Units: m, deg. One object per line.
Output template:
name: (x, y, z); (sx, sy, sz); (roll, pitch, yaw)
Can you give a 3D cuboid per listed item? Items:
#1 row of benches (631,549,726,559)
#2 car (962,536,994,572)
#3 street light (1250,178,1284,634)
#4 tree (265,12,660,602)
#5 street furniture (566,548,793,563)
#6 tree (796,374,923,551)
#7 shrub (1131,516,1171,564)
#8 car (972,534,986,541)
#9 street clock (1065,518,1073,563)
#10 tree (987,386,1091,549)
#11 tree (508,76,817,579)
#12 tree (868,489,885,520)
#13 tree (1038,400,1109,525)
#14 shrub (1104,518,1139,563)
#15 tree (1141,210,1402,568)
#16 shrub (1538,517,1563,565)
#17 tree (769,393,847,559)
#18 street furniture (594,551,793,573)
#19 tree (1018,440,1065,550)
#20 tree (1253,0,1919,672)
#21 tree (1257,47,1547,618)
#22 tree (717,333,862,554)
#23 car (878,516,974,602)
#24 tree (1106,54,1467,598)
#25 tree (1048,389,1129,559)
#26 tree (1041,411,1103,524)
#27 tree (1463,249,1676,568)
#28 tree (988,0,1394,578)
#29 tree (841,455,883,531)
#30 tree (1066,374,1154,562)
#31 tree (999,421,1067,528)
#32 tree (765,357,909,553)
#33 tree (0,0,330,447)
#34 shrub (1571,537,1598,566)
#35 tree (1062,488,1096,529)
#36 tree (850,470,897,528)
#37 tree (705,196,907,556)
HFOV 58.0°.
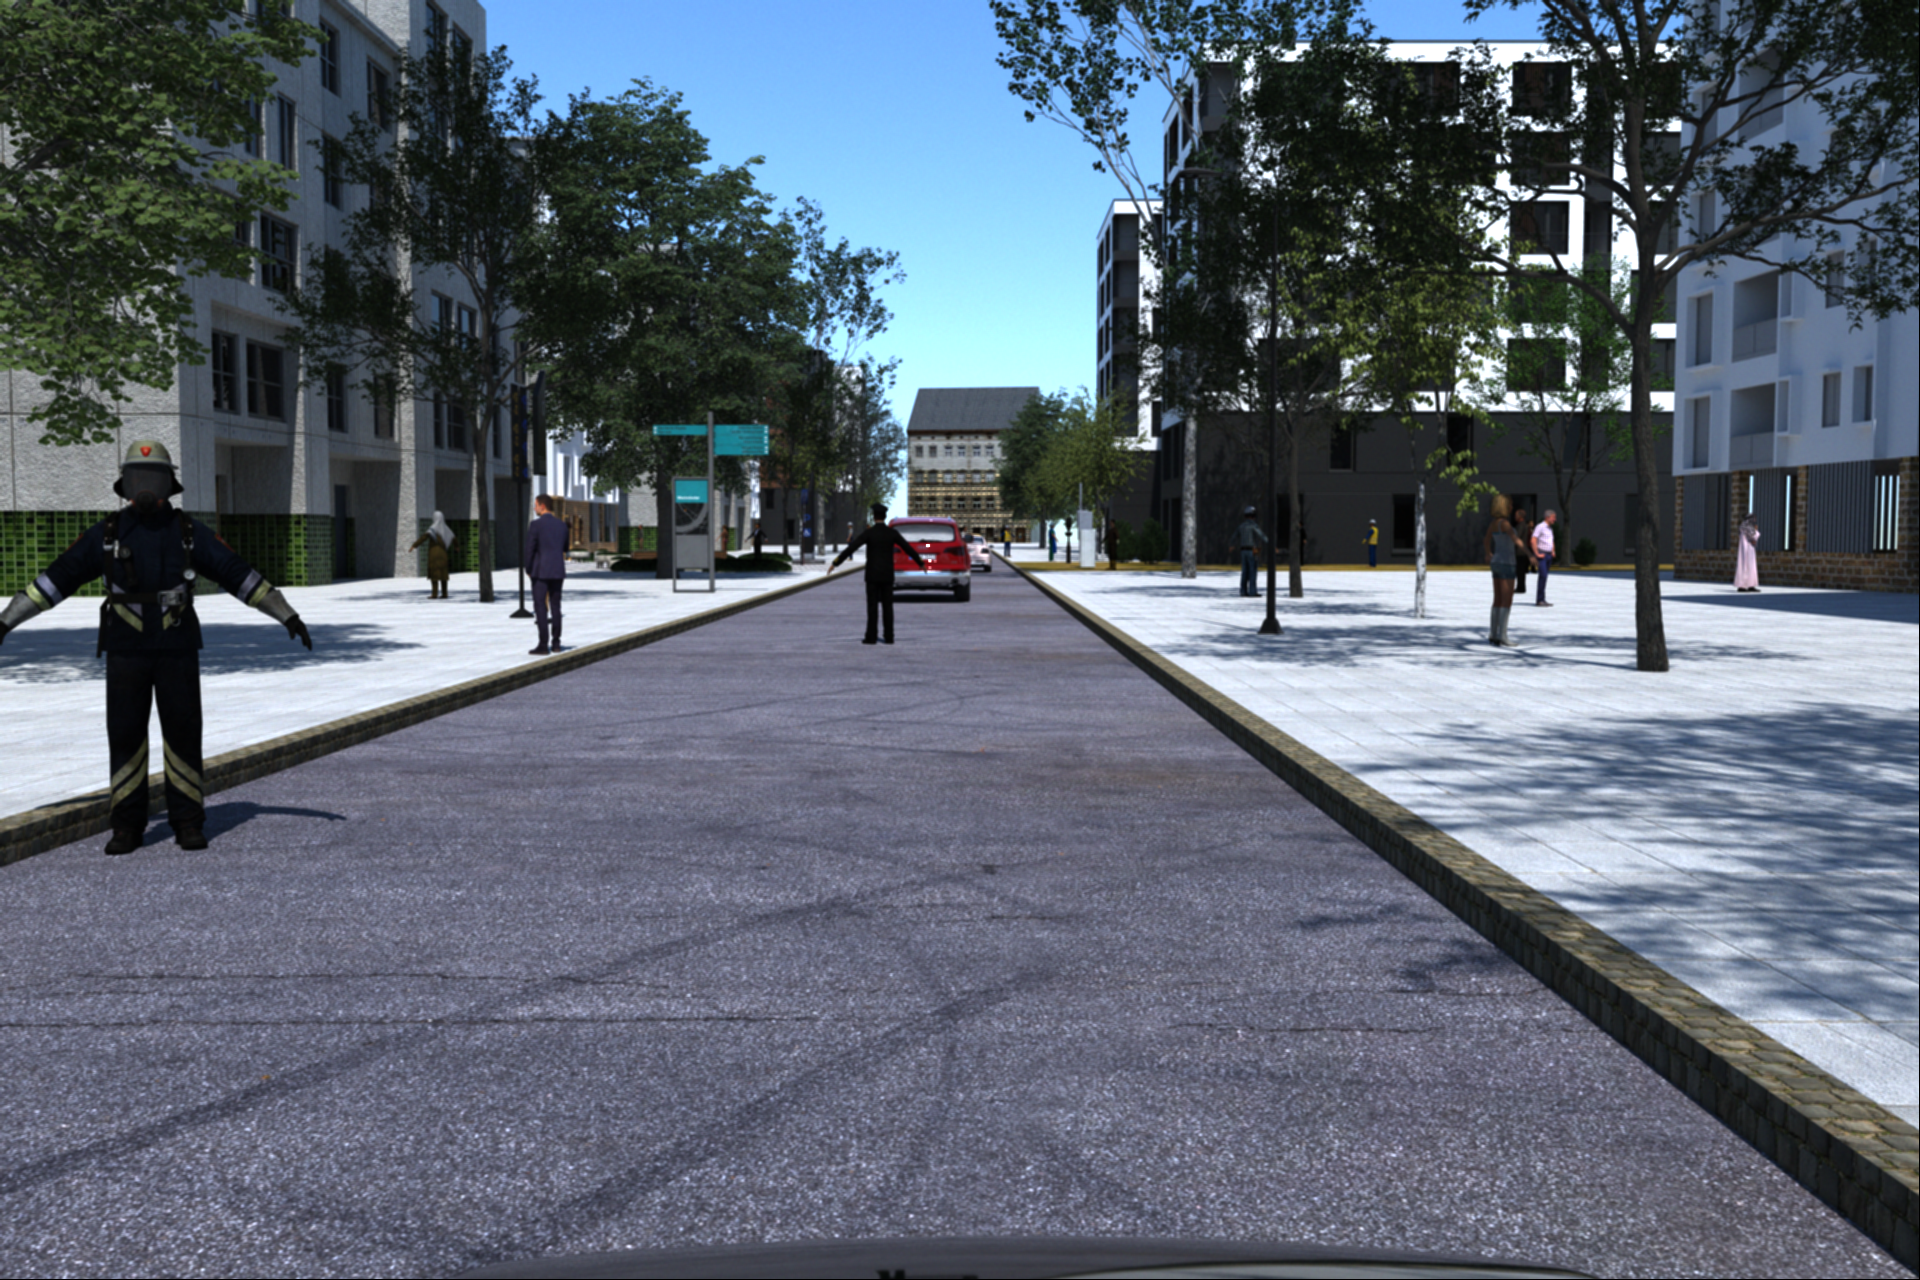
row of benches: (-11.867, -3.492, 72.561); (4.104, 0.672, 1.422); (-1, 4, -22)
car: (0.271, -3.304, 66.375); (2.083, 1.381, 4.827); (0, 4, 0)
street light: (4.547, -3.033, 22.133); (1.470, 5.913, 1.316); (0, 3, 0)
tree: (-9.184, -5.979, 32.163); (8.767, 10.594, 7.601); (3, 5, 42)
street furniture: (-12.834, -3.833, 78.297); (10.072, 0.657, 5.734); (1, 4, 10)
tree: (-7.872, -13.589, 132.554); (12.009, 13.543, 11.850); (0, 3, 0)
shrub: (8.071, -4.207, 73.211); (1.690, 2.028, 1.600); (0, 3, 0)
car: (0.931, -7.181, 127.626); (2.015, 1.641, 3.980); (0, 4, 0)
street clock: (4.751, -4.354, 75.754); (0.358, 2.002, 0.471); (0, 4, -1)
tree: (7.094, -14.883, 149.985); (9.857, 13.997, 8.962); (0, 3, 0)
tree: (-8.331, -8.709, 49.049); (9.857, 13.997, 8.962); (0, 3, 0)
tree: (-14.361, -19.663, 255.894); (7.601, 10.594, 8.767); (0, 4, -2)
tree: (6.506, -8.768, 93.714); (4.737, 8.622, 4.395); (0, 3, 0)
shrub: (7.131, -4.402, 76.392); (1.690, 2.028, 1.600); (0, 3, 0)
tree: (11.461, -9.496, 65.627); (12.009, 13.543, 11.850); (0, 3, 0)
shrub: (24.184, -4.118, 71.377); (1.661, 2.075, 1.752); (0, 3, 0)
tree: (-7.870, -8.432, 88.222); (4.737, 8.622, 4.395); (0, 3, 0)
street furniture: (-9.857, -2.808, 61.530); (5.734, 0.657, 10.072); (-1, 4, -22)
tree: (6.738, -11.377, 136.382); (4.737, 8.622, 4.395); (0, 3, 0)
tree: (6.181, -4.994, 16.058); (7.601, 10.594, 8.767); (1, 4, 18)
tree: (6.833, -4.625, 25.974); (4.737, 8.622, 4.395); (0, 3, 0)
tree: (-8.362, -8.931, 80.433); (8.767, 10.594, 7.601); (2, 4, 34)
car: (-0.819, -1.807, 38.211); (2.281, 1.827, 5.304); (0, 4, -1)
tree: (6.456, -6.128, 34.613); (7.601, 10.594, 8.767); (-1, 4, -14)
tree: (6.710, -8.368, 87.179); (4.737, 8.622, 4.395); (0, 3, 0)
tree: (7.060, -9.317, 102.697); (4.737, 8.622, 4.395); (0, 3, 0)
tree: (22.657, -8.498, 64.698); (9.928, 11.665, 9.643); (0, 3, 0)
tree: (8.083, -11.829, 49.291); (12.611, 20.169, 13.585); (0, 3, 0)
tree: (-8.414, -12.870, 160.794); (4.360, 8.622, 3.978); (0, 3, 0)
tree: (6.818, -7.985, 80.918); (4.737, 8.622, 4.395); (0, 3, 0)
tree: (7.458, -14.939, 162.385); (7.486, 12.596, 7.792); (0, 3, 0)
tree: (-8.467, -12.772, 119.188); (12.009, 13.543, 11.850); (0, 3, 0)
tree: (-9.502, -5.912, 14.795); (7.486, 12.596, 7.792); (0, 3, 0)
shrub: (24.973, -3.555, 69.245); (1.383, 1.207, 1.383); (0, 3, 0)
tree: (18.176, -20.447, 252.439); (7.486, 12.596, 7.792); (0, 3, 0)
tree: (-7.666, -12.276, 151.068); (4.737, 8.622, 4.395); (0, 3, 0)
tree: (-9.176, -14.937, 100.117); (12.611, 20.169, 13.585); (0, 3, 0)
